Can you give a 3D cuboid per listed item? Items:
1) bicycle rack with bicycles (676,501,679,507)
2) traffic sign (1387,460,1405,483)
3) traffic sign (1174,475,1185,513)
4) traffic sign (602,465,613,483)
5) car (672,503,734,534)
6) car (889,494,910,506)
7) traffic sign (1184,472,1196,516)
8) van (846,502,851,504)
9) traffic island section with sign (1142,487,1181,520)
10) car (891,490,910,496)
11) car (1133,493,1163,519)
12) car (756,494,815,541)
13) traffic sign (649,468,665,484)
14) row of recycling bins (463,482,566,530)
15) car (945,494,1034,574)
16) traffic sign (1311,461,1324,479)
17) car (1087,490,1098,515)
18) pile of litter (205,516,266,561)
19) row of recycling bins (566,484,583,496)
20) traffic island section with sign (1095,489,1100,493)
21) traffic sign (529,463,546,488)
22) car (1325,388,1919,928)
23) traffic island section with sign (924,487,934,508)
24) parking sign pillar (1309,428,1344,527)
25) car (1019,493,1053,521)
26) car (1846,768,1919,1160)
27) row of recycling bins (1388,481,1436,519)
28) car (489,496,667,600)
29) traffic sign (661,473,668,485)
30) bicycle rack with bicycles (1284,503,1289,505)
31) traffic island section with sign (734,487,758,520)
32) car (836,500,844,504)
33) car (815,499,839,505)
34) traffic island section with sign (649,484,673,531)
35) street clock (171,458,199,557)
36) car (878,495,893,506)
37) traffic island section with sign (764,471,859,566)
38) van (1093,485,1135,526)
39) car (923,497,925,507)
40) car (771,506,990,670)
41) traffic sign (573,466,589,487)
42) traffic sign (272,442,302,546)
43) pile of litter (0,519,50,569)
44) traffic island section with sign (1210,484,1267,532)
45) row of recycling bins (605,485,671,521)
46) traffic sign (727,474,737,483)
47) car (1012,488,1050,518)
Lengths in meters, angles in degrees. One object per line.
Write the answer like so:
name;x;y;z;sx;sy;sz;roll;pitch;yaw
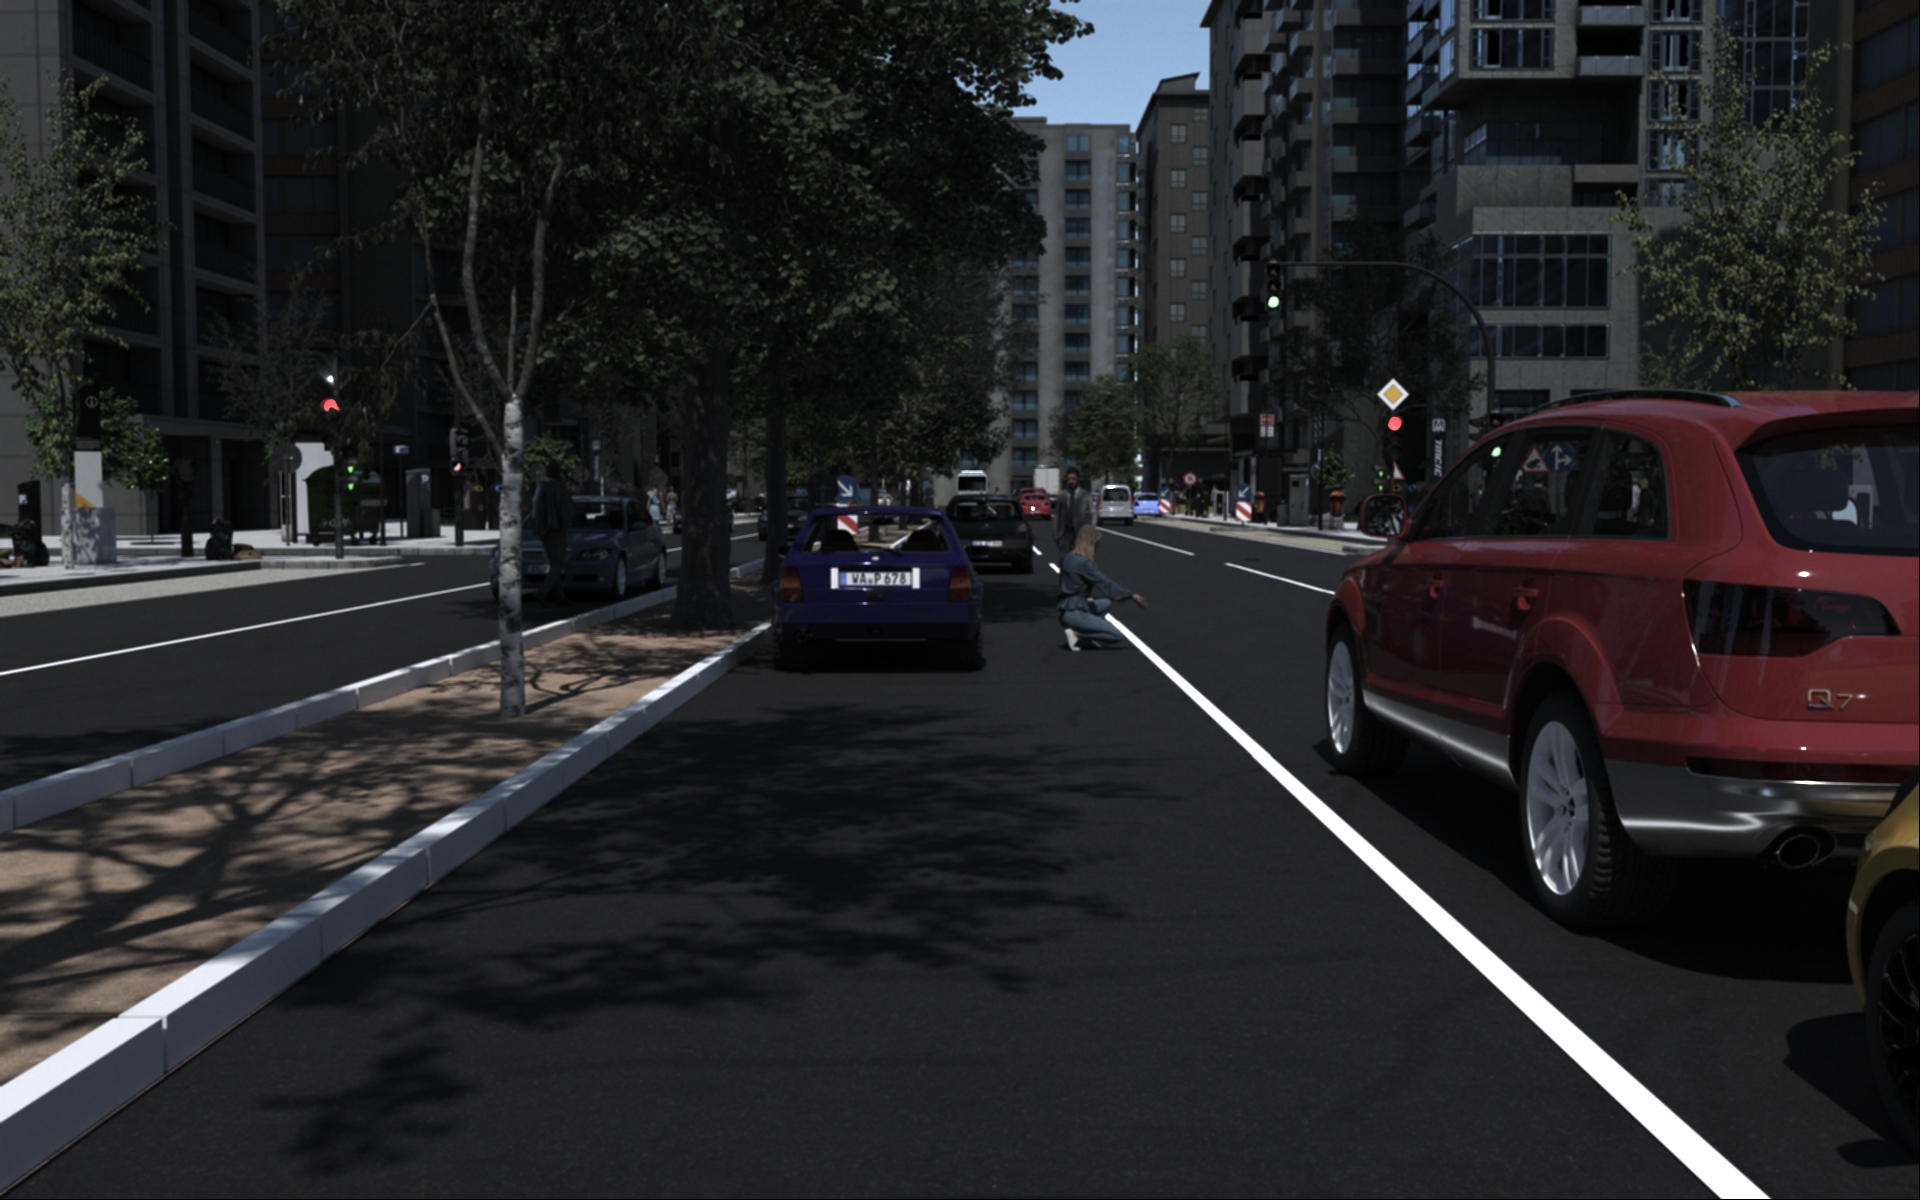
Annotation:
bicycle rack with bicycles;-14.644;-5.042;95.826;2.852;0.926;2.925;0;4;-7
traffic sign;16.063;-3.930;64.263;0.884;2.594;0.081;0;4;5
traffic sign;14.700;-7.099;116.170;0.768;2.556;0.104;0;4;4
traffic sign;-15.650;-4.657;76.243;0.768;2.556;0.104;1;4;8
car;-9.333;-3.085;63.012;1.945;1.354;3.894;0;4;2
car;-4.601;-7.779;138.977;2.131;1.459;4.920;0;4;0
traffic sign;13.514;-6.219;101.781;0.768;2.556;0.104;0;4;3
van;-8.884;-7.356;127.285;2.013;2.044;4.112;0;4;0
traffic island section with sign;10.936;-5.234;94.205;1.989;1.847;2.006;0;4;0
car;-4.988;-8.998;155.792;2.281;1.827;5.304;0;4;2
car;10.710;-5.522;99.875;1.945;1.707;3.694;0;4;1
car;-5.304;-2.712;54.124;2.009;1.686;4.222;0;4;-1
traffic sign;-14.747;-5.147;84.256;0.768;2.556;0.104;0;4;2
row of recycling bins;-16.112;-3.368;62.177;3.534;1.692;1.069;-1;4;-22
car;0.426;-1.391;32.530;2.009;1.686;4.222;0;4;-1
traffic sign;13.758;-4.029;65.977;0.768;2.556;0.104;0;4;8
car;7.908;-5.752;103.628;1.945;1.707;3.694;0;4;1
pile of litter;-14.239;-1.227;34.032;1.176;0.858;1.719;0;4;0
row of recycling bins;-16.879;-4.017;72.794;1.069;1.692;3.534;1;4;13
traffic island section with sign;11.360;-8.284;144.075;1.989;1.847;2.006;0;4;0
traffic sign;-17.233;-4.319;70.715;0.768;2.556;0.104;0;4;8
car;2.969;0.086;7.263;2.281;1.827;5.304;0;4;-1
traffic island section with sign;-2.105;-6.661;117.049;2.006;1.907;1.989;0;4;0
parking sign pillar;14.490;-4.900;68.593;1.447;3.967;1.447;0;4;3
car;4.051;-5.252;94.903;2.155;1.783;4.494;0;4;1
car;2.848;0.476;2.439;2.015;1.641;3.980;0;4;2
row of recycling bins;15.010;-2.964;55.570;1.069;1.692;3.534;-2;4;-24
car;-5.400;-0.793;24.965;2.014;1.417;4.499;0;4;2
traffic sign;-17.330;-6.146;100.593;0.768;2.556;0.104;0;4;6
bicycle rack with bicycles;14.492;-3.539;71.241;2.852;0.926;2.925;1;4;13
traffic island section with sign;-11.486;-5.251;94.482;1.989;1.847;2.006;0;4;0
car;-8.184;-6.090;108.370;1.959;1.807;4.718;0;3;0
car;-8.151;-5.671;102.511;2.009;1.686;4.222;0;3;0
traffic island section with sign;-11.725;-3.566;66.937;1.989;1.847;2.006;0;4;0
street clock;-15.717;-1.872;35.172;0.471;2.002;0.358;-3;5;-44
car;-8.028;-10.502;184.076;2.083;1.381;4.827;0;4;2
traffic island section with sign;-2.799;-1.613;34.506;2.006;1.907;1.989;0;4;0
van;7.044;-4.426;79.378;2.013;2.044;4.112;0;4;2
car;-4.452;-10.059;173.256;1.959;1.807;4.718;0;4;1
car;-0.693;-0.175;15.441;1.945;1.354;3.894;0;4;-1
traffic sign;-17.373;-4.848;79.376;0.768;2.556;0.104;0;4;3
traffic sign;-16.635;-2.611;42.804;0.768;2.556;0.104;0;4;3
pile of litter;-16.671;-1.004;30.375;1.176;0.858;1.719;0;4;6
traffic island section with sign;10.694;-3.554;66.740;1.989;1.847;2.006;0;4;0
row of recycling bins;-15.004;-4.519;81.005;1.069;1.692;3.534;3;5;43
traffic sign;-14.311;-6.605;108.092;0.768;2.556;0.104;0;4;6
car;4.258;-5.748;102.657;2.281;1.827;5.304;0;4;0
